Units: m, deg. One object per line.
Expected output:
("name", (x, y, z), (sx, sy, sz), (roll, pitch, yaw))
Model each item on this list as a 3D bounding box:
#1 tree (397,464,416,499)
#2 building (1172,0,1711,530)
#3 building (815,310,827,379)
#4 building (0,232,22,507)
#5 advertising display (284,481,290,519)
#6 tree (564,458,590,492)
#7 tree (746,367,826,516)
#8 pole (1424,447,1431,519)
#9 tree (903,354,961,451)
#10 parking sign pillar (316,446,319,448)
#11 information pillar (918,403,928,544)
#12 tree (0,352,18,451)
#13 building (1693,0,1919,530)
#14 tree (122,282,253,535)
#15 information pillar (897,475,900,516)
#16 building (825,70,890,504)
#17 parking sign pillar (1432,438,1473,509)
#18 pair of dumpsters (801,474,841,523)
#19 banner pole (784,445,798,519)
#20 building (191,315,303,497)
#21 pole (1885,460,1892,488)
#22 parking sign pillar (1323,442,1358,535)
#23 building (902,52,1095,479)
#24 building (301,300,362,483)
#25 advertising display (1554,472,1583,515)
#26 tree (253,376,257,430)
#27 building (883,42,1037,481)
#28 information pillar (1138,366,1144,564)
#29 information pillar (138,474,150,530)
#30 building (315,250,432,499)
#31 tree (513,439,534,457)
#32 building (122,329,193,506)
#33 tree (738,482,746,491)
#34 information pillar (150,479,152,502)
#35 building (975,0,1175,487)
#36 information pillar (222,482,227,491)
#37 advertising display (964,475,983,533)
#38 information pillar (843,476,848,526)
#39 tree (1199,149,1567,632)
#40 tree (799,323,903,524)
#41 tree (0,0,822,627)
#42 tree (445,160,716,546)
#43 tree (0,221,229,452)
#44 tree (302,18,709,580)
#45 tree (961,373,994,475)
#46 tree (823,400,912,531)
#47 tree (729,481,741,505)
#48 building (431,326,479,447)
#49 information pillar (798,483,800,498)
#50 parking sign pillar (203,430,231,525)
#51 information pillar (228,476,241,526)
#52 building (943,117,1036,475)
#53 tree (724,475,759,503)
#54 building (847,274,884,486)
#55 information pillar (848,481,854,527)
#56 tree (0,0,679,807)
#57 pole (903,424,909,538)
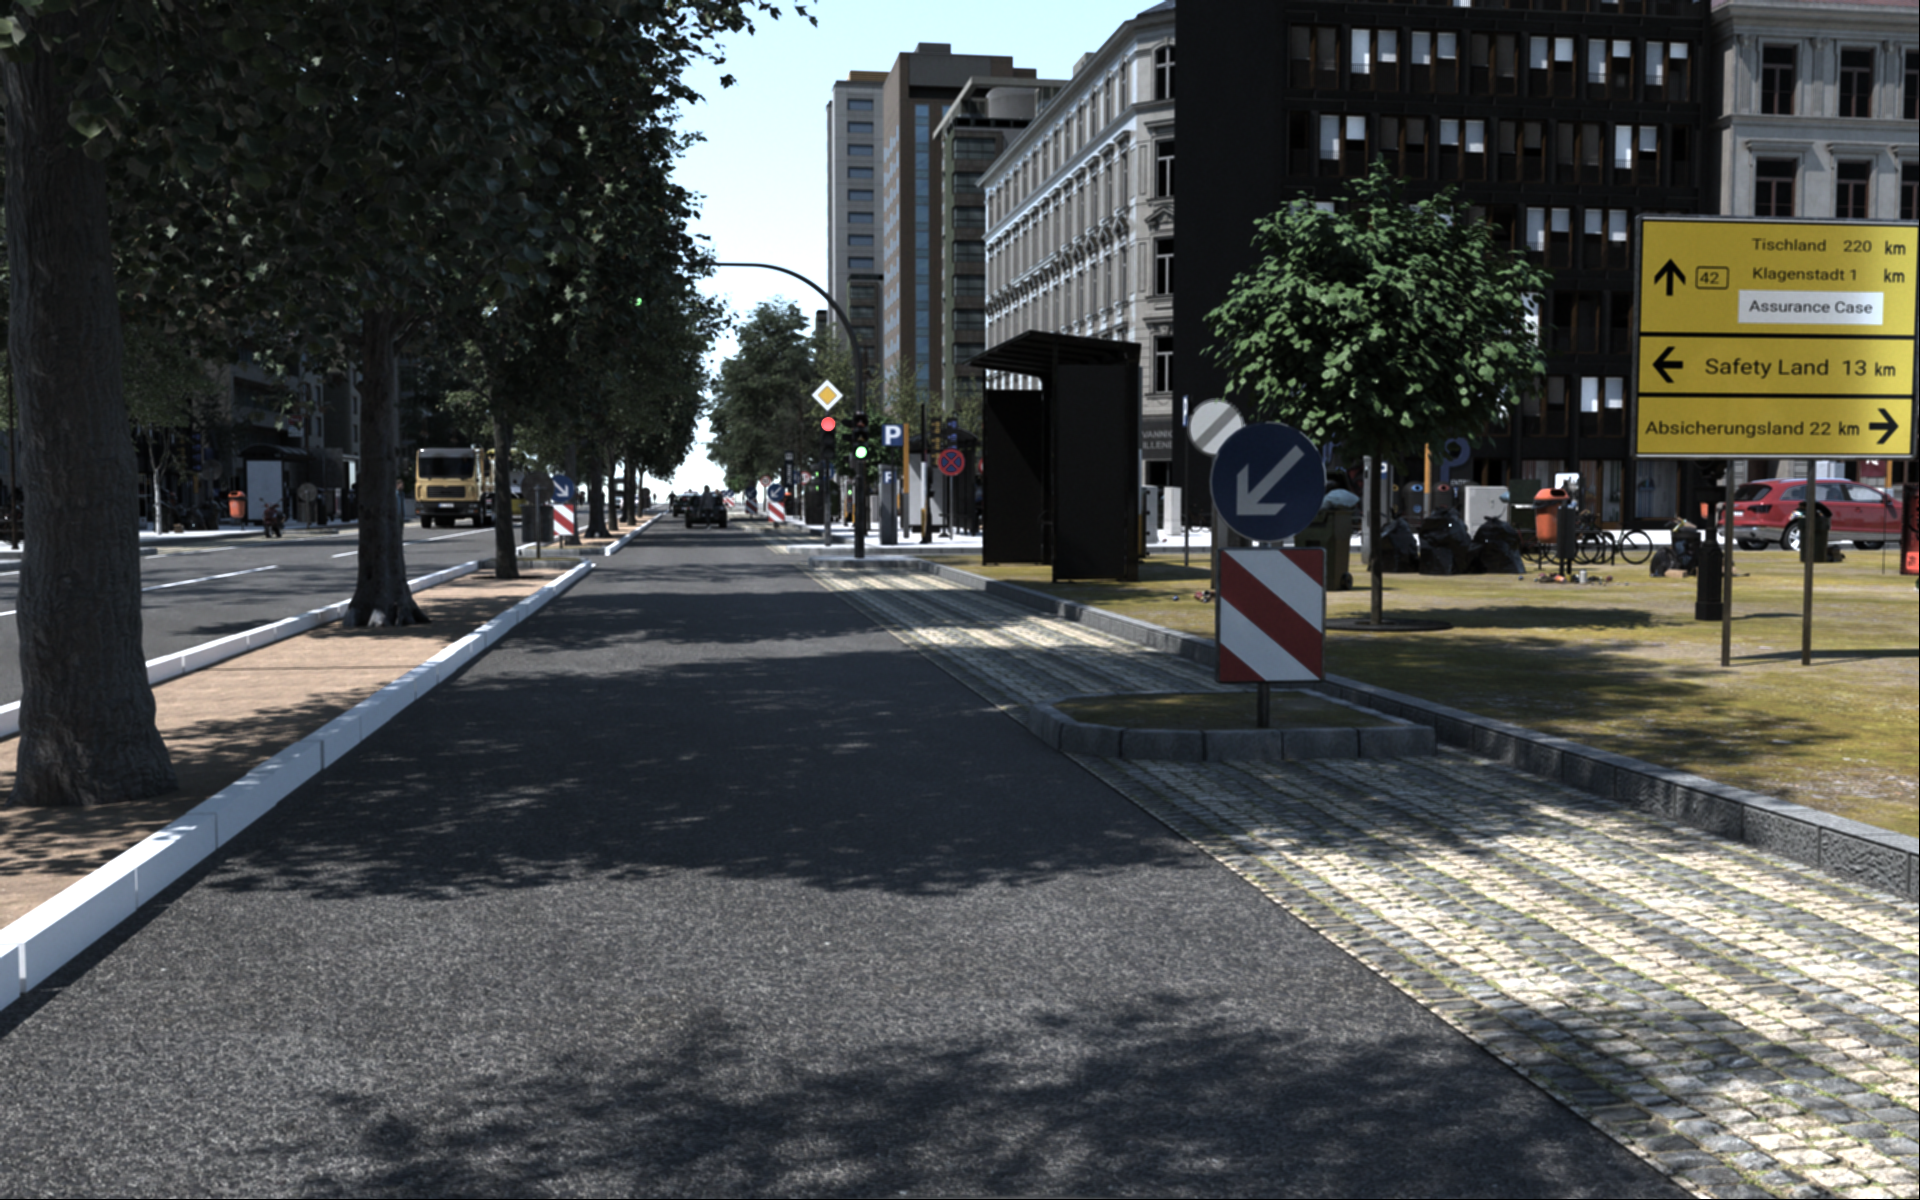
("tree", (-31.024, -6.293, 97.496), (1.663, 3.219, 1.824), (0, 3, 0))
("building", (17.457, -14.436, 65.702), (15.834, 23.373, 12.332), (-1, 4, -9))
("building", (-15.753, -30.534, 270.924), (14.160, 30.474, 14.107), (-1, 4, -9))
("building", (-49.707, -17.929, 79.036), (13.634, 28.700, 20.117), (-1, 4, -9))
("advertising display", (-34.895, -5.112, 88.796), (0.974, 1.923, 0.123), (-2, 4, -27))
("tree", (-52.921, -17.657, 239.053), (4.737, 8.622, 4.395), (0, 3, 0))
("tree", (-9.280, -9.155, 100.041), (4.360, 8.622, 3.978), (0, 3, 0))
("pole", (14.542, -3.670, 53.840), (0.158, 3.312, 0.155), (0, 3, 0))
("tree", (-2.596, -8.558, 90.279), (4.737, 8.622, 4.395), (0, 3, 0))
("parking sign pillar", (-35.905, -6.630, 96.867), (1.447, 3.967, 1.447), (-2, 4, -35))
("information pillar", (-0.932, -3.277, 44.941), (0.183, 3.616, 0.504), (0, 4, 6))
("tree", (-35.545, -6.837, 62.153), (4.737, 8.622, 4.395), (0, 3, 0))
("building", (35.944, -14.133, 67.224), (21.152, 22.565, 11.583), (-1, 4, -9))
("tree", (-25.239, -6.341, 54.037), (4.360, 8.622, 3.978), (0, 3, 0))
("information pillar", (-3.572, -6.602, 99.296), (0.183, 3.616, 0.504), (-1, 4, -20))
("building", (-8.602, -43.246, 249.075), (21.231, 58.520, 28.212), (-1, 4, -9))
("parking sign pillar", (16.653, -4.285, 58.524), (1.447, 3.967, 1.447), (-1, 4, -13))
("pair of dumpsters", (-6.345, -4.704, 79.397), (1.574, 2.255, 4.437), (-1, 4, -9))
("banner pole", (-8.513, -5.989, 87.943), (0.863, 3.779, 0.401), (-1, 4, -13))
("building", (-59.435, -30.358, 120.050), (21.300, 48.544, 21.600), (-1, 4, -9))
("pole", (28.712, -3.653, 53.574), (0.158, 3.312, 0.155), (0, 3, 0))
("parking sign pillar", (11.780, -4.031, 54.378), (1.447, 3.967, 1.447), (0, 4, -3))
("building", (11.377, -28.432, 156.744), (32.217, 40.220, 23.993), (-1, 4, -9))
("building", (-66.681, -18.362, 145.257), (27.650, 21.520, 28.899), (-1, 4, -9))
("advertising display", (17.610, -2.751, 50.192), (0.123, 1.923, 0.974), (-2, 4, -26))
("tree", (-36.890, -8.288, 85.870), (4.360, 8.622, 3.978), (0, 3, 0))
("building", (-0.027, -32.049, 174.113), (14.600, 45.320, 14.200), (-1, 4, -9))
("information pillar", (3.177, -2.489, 32.044), (0.183, 3.616, 0.504), (-3, 5, -40))
("information pillar", (-29.656, -3.560, 62.694), (0.304, 2.012, 0.304), (3, 5, 44))
("building", (-79.938, -32.125, 217.125), (32.217, 40.220, 23.993), (-1, 4, -9))
("tree", (-39.737, -12.343, 152.167), (4.737, 8.622, 4.395), (0, 3, 0))
("building", (-52.052, -16.374, 97.391), (12.332, 23.373, 15.834), (-1, 4, -9))
("tree", (-21.581, -14.105, 180.975), (4.360, 8.622, 3.978), (0, 3, 0))
("information pillar", (-39.256, -4.842, 83.661), (0.304, 2.012, 0.304), (-3, 5, -43))
("building", (12.811, -19.705, 98.591), (17.030, 29.872, 44.131), (-1, 4, -9))
("information pillar", (-46.237, -6.396, 109.061), (0.304, 2.012, 0.304), (2, 4, 25))
("advertising display", (0.481, -3.206, 57.639), (0.974, 1.923, 0.123), (3, 5, 42))
("information pillar", (-4.501, -4.720, 68.530), (0.183, 3.616, 0.504), (-1, 4, -10))
("tree", (4.032, -2.021, 16.765), (4.285, 4.588, 4.351), (0, 3, 0))
("tree", (-4.960, -7.567, 74.079), (4.737, 8.622, 4.395), (0, 3, 0))
("tree", (-6.318, -6.058, 18.507), (9.611, 12.733, 9.660), (0, 3, 0))
("tree", (-10.608, -7.751, 47.307), (7.486, 12.596, 7.792), (0, 3, 0))
("tree", (-23.719, -7.868, 46.774), (7.486, 12.596, 7.792), (0, 3, 0))
("tree", (-7.759, -6.159, 28.909), (9.928, 11.665, 9.643), (0, 3, 0))
("tree", (0.554, -9.422, 104.414), (4.737, 8.622, 4.395), (0, 3, 0))
("tree", (-3.094, -4.690, 60.397), (4.285, 4.588, 4.351), (0, 3, 0))
("tree", (-26.435, -12.928, 205.974), (1.663, 3.219, 1.824), (0, 3, 0))
("building", (-81.913, -39.965, 242.664), (28.713, 52.752, 27.495), (-1, 4, -9))
("information pillar", (-10.786, -6.876, 116.912), (0.304, 2.012, 0.304), (-1, 4, -16))
("parking sign pillar", (-31.200, -5.124, 72.244), (1.447, 3.967, 1.447), (-2, 4, -30))
("information pillar", (-29.482, -4.035, 70.469), (0.304, 2.012, 0.304), (2, 4, 30))
("building", (5.469, -22.335, 136.886), (14.160, 30.474, 14.107), (-1, 4, -9))
("tree", (-24.799, -13.336, 201.762), (4.285, 4.588, 4.351), (0, 3, 0))
("building", (-8.067, -27.933, 228.398), (14.160, 30.474, 14.107), (-1, 4, -9))
("information pillar", (-4.081, -4.639, 67.204), (0.183, 3.616, 0.504), (1, 4, 11))
("tree", (-4.060, -6.028, 7.668), (9.857, 13.997, 8.962), (0, 3, 0))
("pole", (-1.557, -3.444, 50.145), (0.158, 3.312, 0.155), (0, 3, 0))
